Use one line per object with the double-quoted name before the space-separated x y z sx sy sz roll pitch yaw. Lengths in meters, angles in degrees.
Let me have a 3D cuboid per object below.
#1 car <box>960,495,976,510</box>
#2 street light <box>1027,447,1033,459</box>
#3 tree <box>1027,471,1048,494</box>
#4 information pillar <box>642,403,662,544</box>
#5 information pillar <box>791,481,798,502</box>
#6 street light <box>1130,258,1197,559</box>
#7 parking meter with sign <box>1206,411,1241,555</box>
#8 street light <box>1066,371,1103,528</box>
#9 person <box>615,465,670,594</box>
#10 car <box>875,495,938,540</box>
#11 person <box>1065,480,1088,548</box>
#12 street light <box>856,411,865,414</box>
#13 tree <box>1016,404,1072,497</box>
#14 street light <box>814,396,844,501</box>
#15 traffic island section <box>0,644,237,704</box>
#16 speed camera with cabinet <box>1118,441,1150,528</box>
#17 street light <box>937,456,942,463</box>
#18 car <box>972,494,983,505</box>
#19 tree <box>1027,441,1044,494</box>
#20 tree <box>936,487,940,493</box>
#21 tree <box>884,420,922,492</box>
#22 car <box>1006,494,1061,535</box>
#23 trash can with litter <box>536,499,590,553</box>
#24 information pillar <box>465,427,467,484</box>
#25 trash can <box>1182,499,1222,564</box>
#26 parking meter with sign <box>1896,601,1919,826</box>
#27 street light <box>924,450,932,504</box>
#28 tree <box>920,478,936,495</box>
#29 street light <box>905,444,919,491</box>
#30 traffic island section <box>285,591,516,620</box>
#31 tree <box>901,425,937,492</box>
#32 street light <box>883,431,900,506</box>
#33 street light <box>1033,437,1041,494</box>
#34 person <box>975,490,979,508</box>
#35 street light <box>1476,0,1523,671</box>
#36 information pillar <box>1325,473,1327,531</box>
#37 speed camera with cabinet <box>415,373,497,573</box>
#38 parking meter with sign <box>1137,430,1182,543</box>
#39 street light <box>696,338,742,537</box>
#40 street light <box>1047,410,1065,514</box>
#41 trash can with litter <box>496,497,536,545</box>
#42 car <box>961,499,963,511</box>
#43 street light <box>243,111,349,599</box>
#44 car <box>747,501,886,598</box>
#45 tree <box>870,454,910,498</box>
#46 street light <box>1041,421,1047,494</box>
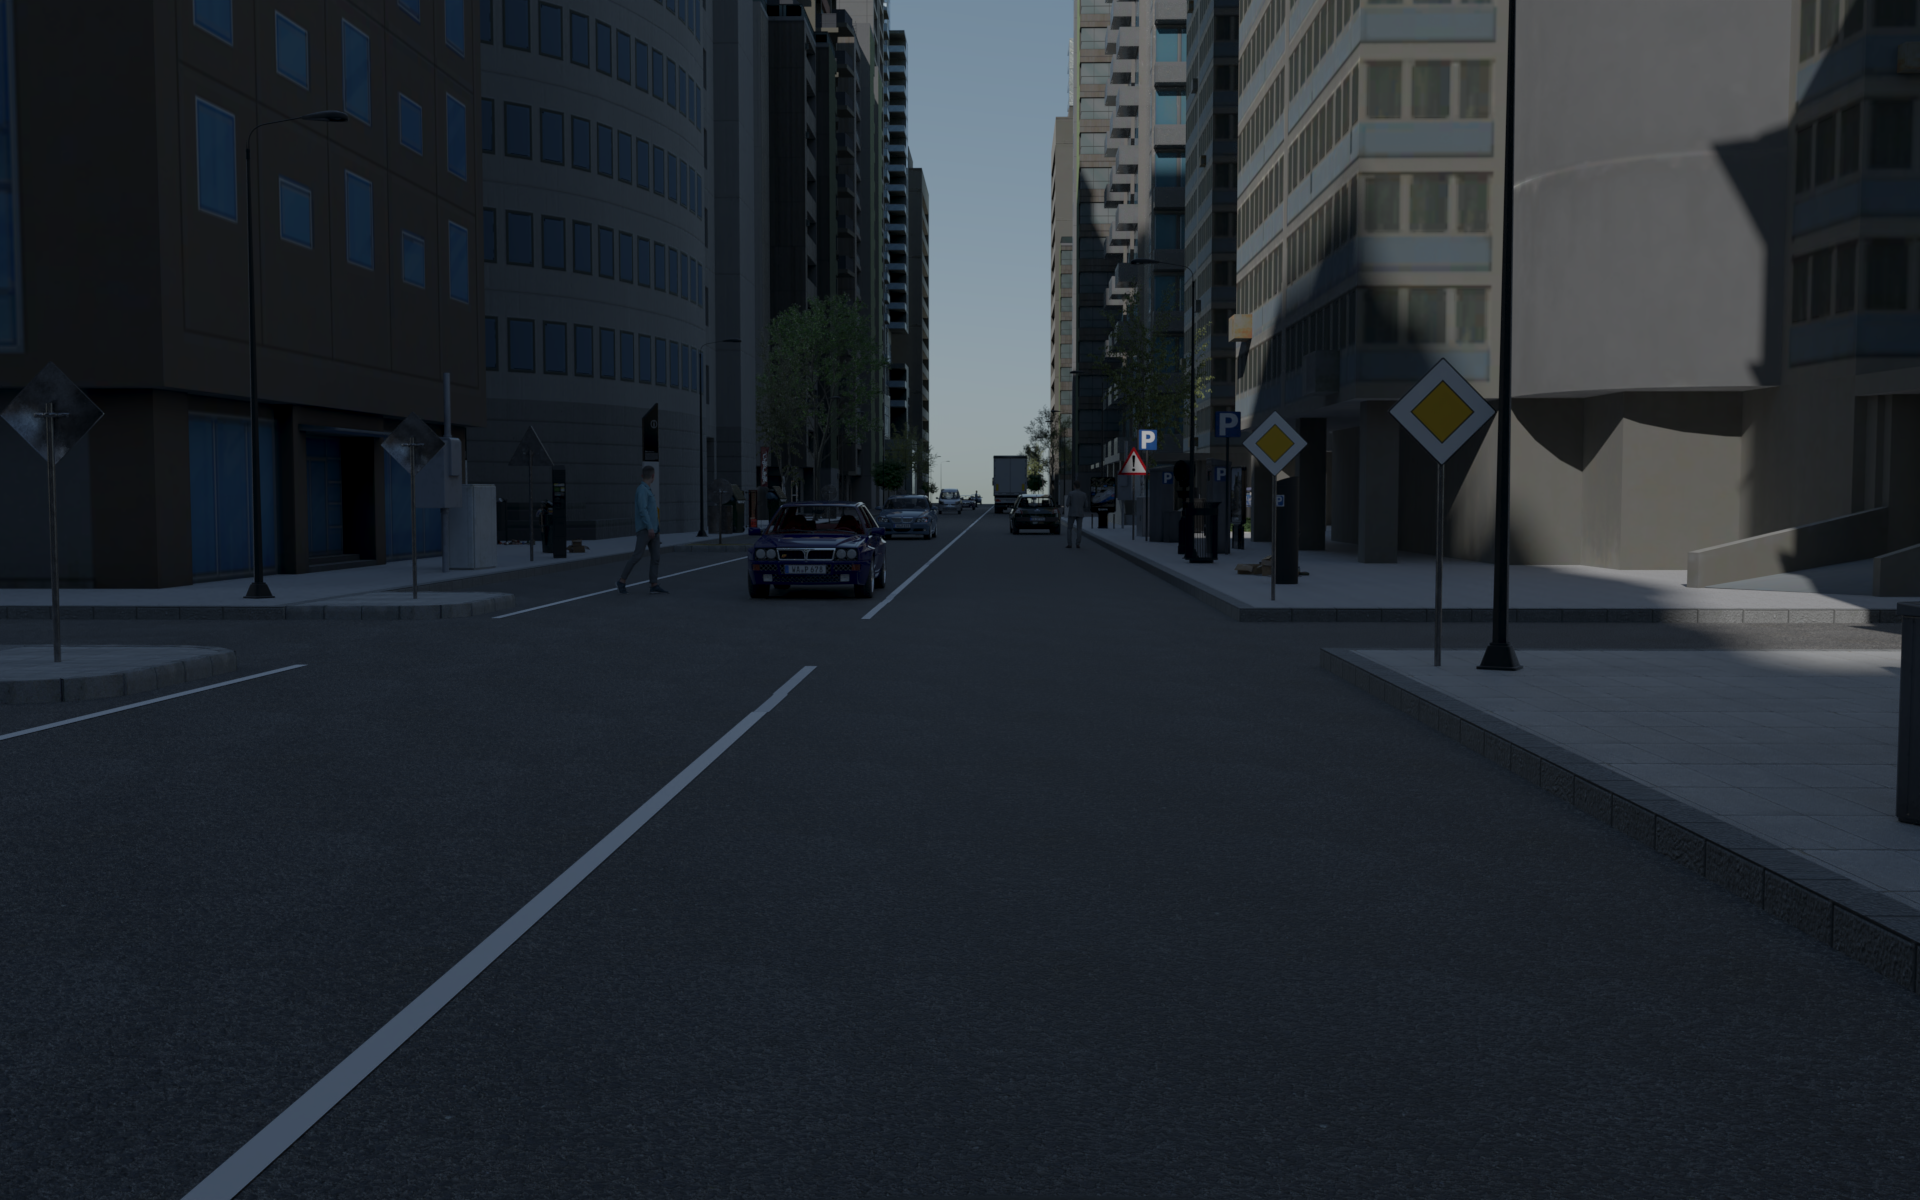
"car" 0.516 -8.783 156.186 1.945 1.354 3.894 0 4 1
"street light" 7.687 -12.176 171.622 1.470 5.913 1.316 0 4 2
"tree" 10.232 -15.326 234.298 4.285 4.588 4.351 0 3 0
"information pillar" -7.894 -3.237 44.275 0.183 3.616 0.504 3 5 40
"information pillar" -9.216 -5.631 96.554 0.304 2.012 0.304 0 4 5
"street light" 4.051 -3.774 34.247 1.470 5.913 1.316 0 4 2
"parking meter with sign" 5.608 -2.516 37.394 0.543 3.016 1.738 0 4 -2
"street light" 4.817 -5.670 65.241 1.470 5.913 1.316 0 4 2
"person" -4.547 -1.008 24.835 0.748 1.841 0.638 1 4 11
"car" -1.689 -2.676 55.752 2.014 1.417 4.499 0 4 3
"person" 3.060 -2.283 46.020 0.606 1.804 0.583 -1 4 -19
"street light" -6.056 -7.644 97.521 1.470 5.913 1.316 0 4 2
"tree" 9.290 -15.050 180.487 7.601 10.594 8.767 -2 4 -27
"street light" -6.377 -6.726 82.513 1.470 5.913 1.316 0 4 2
"traffic island section" -6.907 0.555 13.214 2.009 0.180 2.903 0 4 2
"speed camera with cabinet" 6.789 -4.263 64.040 2.038 3.252 0.660 3 5 44
"street light" -3.007 -14.607 211.365 1.470 5.913 1.316 0 4 2
"car" 2.149 -13.875 238.865 2.014 1.417 4.499 0 4 1
"tree" 10.401 -18.256 248.840 4.737 8.622 4.395 0 3 0
"tree" -3.639 -14.976 239.462 1.663 3.219 1.824 0 3 0
"tree" -5.791 -13.541 171.749 4.737 8.622 4.395 0 3 0
"car" 2.692 -3.225 62.516 2.009 1.686 4.222 0 4 0
"trash can with litter" -8.672 -1.617 37.817 1.055 1.170 0.624 -2 4 -29
"information pillar" -12.193 -3.109 42.185 0.183 3.616 0.504 1 4 21
"trash can" 4.489 -1.255 32.177 0.748 1.137 0.748 0 3 0
"parking meter with sign" 4.522 -0.647 6.844 1.738 3.016 0.543 -1 4 -23
"street light" -3.740 -12.731 180.686 1.470 5.913 1.316 0 4 2
"tree" -4.173 -12.904 205.583 1.663 3.219 1.824 0 3 0
"street light" -4.463 -11.438 159.556 1.470 5.913 1.316 0 4 2
"traffic island section" -6.689 0.066 21.196 2.009 0.180 2.903 0 4 2
"tree" -4.323 -14.353 185.027 4.360 8.622 3.978 0 3 0
"street light" -5.144 -9.537 128.469 1.470 5.913 1.316 0 4 2
"street light" 6.914 -10.274 140.525 1.470 5.913 1.316 0 4 2
"person" 1.782 -10.746 184.179 0.705 1.826 1.348 -1 4 -16
"street light" 3.424 -2.448 12.562 1.470 5.913 1.316 0 4 2
"information pillar" 12.559 -3.406 60.180 0.304 2.012 0.304 0 4 1
"speed camera with cabinet" -8.463 -2.124 29.061 0.660 3.252 2.038 1 4 8
"parking meter with sign" 5.373 -3.058 46.255 0.543 3.016 1.738 -1 4 -21
"street light" -7.212 -4.850 51.837 1.470 5.913 1.316 0 4 2
"street light" 5.694 -7.546 95.916 1.470 5.913 1.316 0 4 2
"trash can with litter" -11.435 -2.007 43.877 2.233 1.210 1.678 1 4 20
"car" -0.696 -8.346 146.245 2.009 1.686 4.222 0 4 3
"street light" -8.105 -2.974 21.162 1.470 5.913 1.316 0 4 2
"car" -2.019 -0.764 25.064 1.945 1.354 3.894 0 4 1
"tree" -5.734 -9.668 141.780 4.285 4.588 4.351 0 3 0
"street light" 6.060 -8.371 109.405 1.470 5.913 1.316 0 4 2
